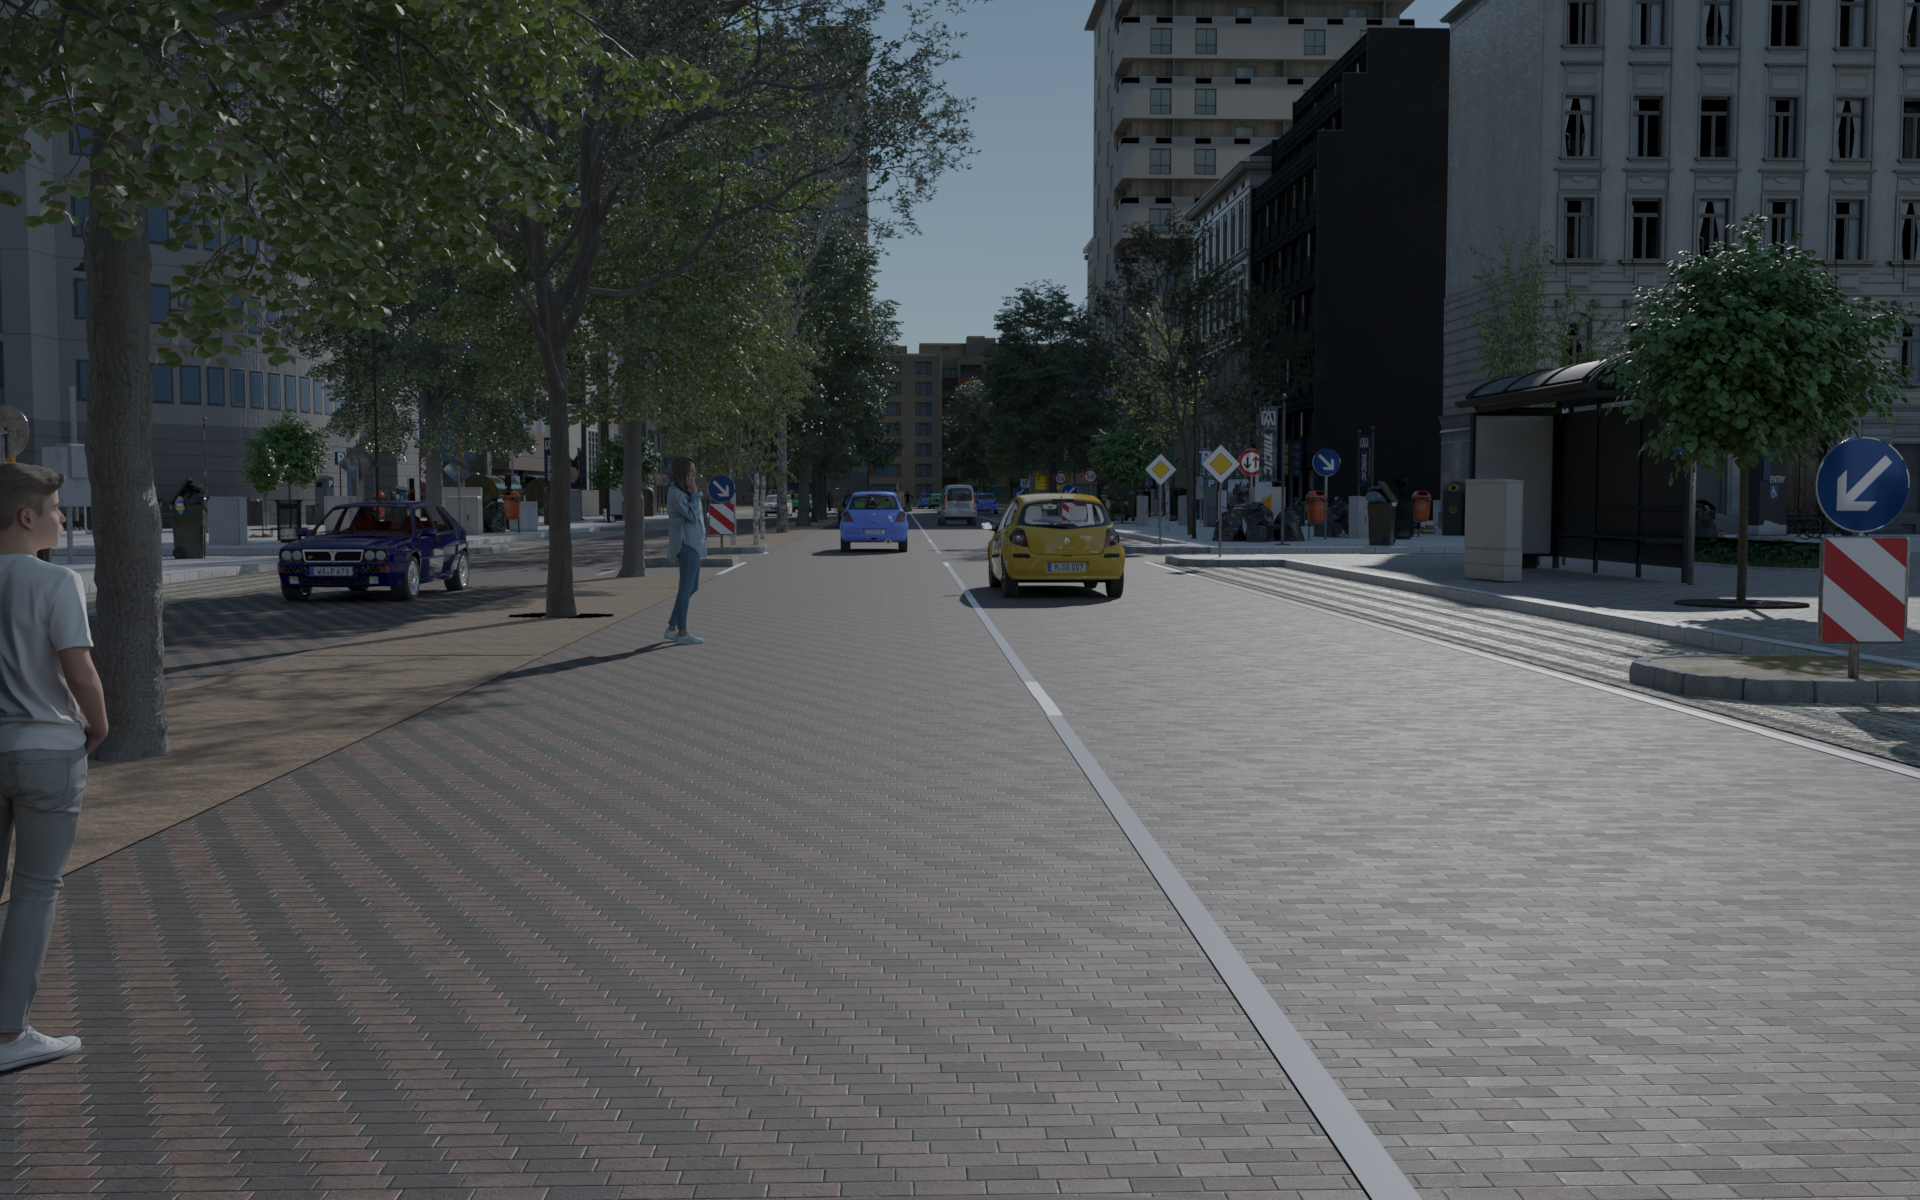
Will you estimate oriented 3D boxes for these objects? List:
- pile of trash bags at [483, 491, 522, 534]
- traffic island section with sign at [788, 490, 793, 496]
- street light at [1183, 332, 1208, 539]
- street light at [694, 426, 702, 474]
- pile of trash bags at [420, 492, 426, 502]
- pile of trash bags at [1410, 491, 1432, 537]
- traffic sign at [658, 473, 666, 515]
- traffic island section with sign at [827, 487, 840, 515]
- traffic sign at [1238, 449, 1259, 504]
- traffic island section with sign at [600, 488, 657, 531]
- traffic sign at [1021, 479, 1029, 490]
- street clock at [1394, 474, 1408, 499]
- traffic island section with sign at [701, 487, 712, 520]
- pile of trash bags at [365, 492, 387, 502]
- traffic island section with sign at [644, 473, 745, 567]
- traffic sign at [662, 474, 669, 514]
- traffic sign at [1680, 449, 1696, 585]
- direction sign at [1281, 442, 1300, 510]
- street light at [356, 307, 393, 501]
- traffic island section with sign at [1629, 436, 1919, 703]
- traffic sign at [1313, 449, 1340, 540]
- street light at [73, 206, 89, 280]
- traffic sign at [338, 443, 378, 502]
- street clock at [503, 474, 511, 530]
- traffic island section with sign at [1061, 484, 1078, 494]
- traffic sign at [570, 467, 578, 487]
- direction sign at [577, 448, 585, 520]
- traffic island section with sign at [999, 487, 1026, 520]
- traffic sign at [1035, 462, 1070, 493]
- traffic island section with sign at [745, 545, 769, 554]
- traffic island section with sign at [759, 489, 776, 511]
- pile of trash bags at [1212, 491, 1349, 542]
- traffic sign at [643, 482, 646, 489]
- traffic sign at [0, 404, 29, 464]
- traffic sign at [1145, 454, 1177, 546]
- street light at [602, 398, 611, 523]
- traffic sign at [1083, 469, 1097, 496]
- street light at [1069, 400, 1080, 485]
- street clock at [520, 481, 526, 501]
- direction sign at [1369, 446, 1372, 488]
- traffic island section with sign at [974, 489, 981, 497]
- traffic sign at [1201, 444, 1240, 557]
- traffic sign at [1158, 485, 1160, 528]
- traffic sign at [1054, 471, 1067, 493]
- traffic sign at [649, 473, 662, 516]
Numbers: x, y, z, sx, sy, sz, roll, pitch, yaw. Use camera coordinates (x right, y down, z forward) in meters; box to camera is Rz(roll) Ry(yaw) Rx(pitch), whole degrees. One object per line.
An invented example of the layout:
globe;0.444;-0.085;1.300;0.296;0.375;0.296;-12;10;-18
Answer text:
pile of trash bags;-15.632;-2.893;57.060;3.447;1.369;1.912;3;4;37
traffic island section with sign;-16.659;-9.959;171.452;1.989;1.847;2.006;0;4;-2
street light;6.737;-4.702;49.658;0.468;5.910;1.993;0;4;-2
street light;-16.702;-8.445;110.860;0.468;5.910;1.993;0;4;-2
pile of trash bags;-29.994;-5.294;96.313;1.912;1.369;3.447;-1;4;-15
pile of trash bags;12.379;-2.570;51.779;3.447;1.369;1.912;0;4;-1
traffic sign;-18.510;-6.525;106.784;0.768;2.556;0.104;0;4;7
traffic island section with sign;-8.510;-6.687;117.473;2.006;1.907;1.989;0;4;-2
traffic sign;8.190;-2.973;48.708;0.768;2.556;0.104;0;4;6
traffic island section with sign;-12.867;-3.600;67.492;1.989;1.847;2.006;0;4;-2
traffic sign;4.365;-6.978;116.217;0.606;2.300;0.079;0;4;4
street clock;16.149;-3.600;63.423;0.471;2.002;0.358;1;4;20
traffic island section with sign;-13.862;-5.274;94.863;1.989;1.847;2.006;0;4;-2
pile of trash bags;-21.482;-3.344;64.420;1.912;1.369;3.447;-1;4;-15
traffic island section with sign;-5.505;-1.642;34.982;2.006;1.907;1.989;0;4;-2
traffic sign;-18.733;-6.684;109.382;0.768;2.556;0.104;0;4;3
traffic sign;10.282;-1.480;24.303;0.768;2.556;0.104;0;4;1
direction sign;14.277;-5.069;74.881;0.876;3.537;0.379;-1;4;-13
street light;-14.344;-4.265;42.527;0.468;5.910;1.993;0;4;-2
traffic island section with sign;6.102;-0.252;12.744;1.989;1.847;2.006;0;4;-2
traffic sign;10.307;-2.978;48.792;0.768;2.556;0.104;0;4;6
street light;-13.758;-3.386;28.147;0.468;5.910;1.993;0;4;-2
traffic sign;-11.967;-1.884;34.452;0.795;2.450;0.064;0;4;-2
street clock;-16.128;-3.504;61.859;0.358;2.002;0.471;-1;4;-15
traffic island section with sign;4.106;-3.613;67.697;1.989;1.847;2.006;0;4;-2
traffic sign;-18.072;-4.904;80.285;0.768;2.556;0.104;0;4;-1
direction sign;-18.511;-5.660;84.543;0.379;3.537;0.876;-2;4;-30
traffic island section with sign;3.125;-5.261;94.644;1.989;1.847;2.006;0;4;-2
traffic sign;5.939;-7.190;111.435;2.265;3.308;0.079;0;4;2
traffic island section with sign;-5.765;-2.095;42.385;2.006;1.907;1.989;0;4;-2
traffic island section with sign;-15.668;-8.311;144.515;1.989;1.847;2.006;0;4;-2
pile of trash bags;8.682;-2.302;47.391;3.447;1.369;1.912;-2;4;-32
traffic sign;-18.226;-6.138;94.225;2.265;3.308;0.079;0;4;0
traffic sign;-13.585;-1.498;24.606;0.768;2.556;0.104;0;4;5
traffic sign;4.976;-2.409;43.037;0.795;2.450;0.064;0;4;-2
street light;-15.594;-6.360;76.775;0.468;5.910;1.993;0;4;-2
traffic sign;6.480;-5.256;86.045;0.768;2.556;0.104;0;4;3
street light;5.548;-6.786;83.740;0.468;5.910;1.993;0;4;-2
street clock;-23.930;-5.517;94.771;0.358;2.002;0.471;1;4;11
direction sign;19.166;-5.443;80.983;0.379;3.537;0.876;2;4;25
traffic island section with sign;1.302;-8.329;144.803;1.989;1.847;2.006;0;4;-2
traffic sign;5.267;-1.921;35.057;0.795;2.450;0.064;0;4;-2
traffic sign;7.538;-3.935;65.528;0.795;2.450;0.064;0;4;-1
traffic sign;5.649;-5.944;97.296;0.768;2.556;0.104;0;4;-1
traffic sign;-18.008;-6.253;102.339;0.768;2.556;0.104;0;4;3
